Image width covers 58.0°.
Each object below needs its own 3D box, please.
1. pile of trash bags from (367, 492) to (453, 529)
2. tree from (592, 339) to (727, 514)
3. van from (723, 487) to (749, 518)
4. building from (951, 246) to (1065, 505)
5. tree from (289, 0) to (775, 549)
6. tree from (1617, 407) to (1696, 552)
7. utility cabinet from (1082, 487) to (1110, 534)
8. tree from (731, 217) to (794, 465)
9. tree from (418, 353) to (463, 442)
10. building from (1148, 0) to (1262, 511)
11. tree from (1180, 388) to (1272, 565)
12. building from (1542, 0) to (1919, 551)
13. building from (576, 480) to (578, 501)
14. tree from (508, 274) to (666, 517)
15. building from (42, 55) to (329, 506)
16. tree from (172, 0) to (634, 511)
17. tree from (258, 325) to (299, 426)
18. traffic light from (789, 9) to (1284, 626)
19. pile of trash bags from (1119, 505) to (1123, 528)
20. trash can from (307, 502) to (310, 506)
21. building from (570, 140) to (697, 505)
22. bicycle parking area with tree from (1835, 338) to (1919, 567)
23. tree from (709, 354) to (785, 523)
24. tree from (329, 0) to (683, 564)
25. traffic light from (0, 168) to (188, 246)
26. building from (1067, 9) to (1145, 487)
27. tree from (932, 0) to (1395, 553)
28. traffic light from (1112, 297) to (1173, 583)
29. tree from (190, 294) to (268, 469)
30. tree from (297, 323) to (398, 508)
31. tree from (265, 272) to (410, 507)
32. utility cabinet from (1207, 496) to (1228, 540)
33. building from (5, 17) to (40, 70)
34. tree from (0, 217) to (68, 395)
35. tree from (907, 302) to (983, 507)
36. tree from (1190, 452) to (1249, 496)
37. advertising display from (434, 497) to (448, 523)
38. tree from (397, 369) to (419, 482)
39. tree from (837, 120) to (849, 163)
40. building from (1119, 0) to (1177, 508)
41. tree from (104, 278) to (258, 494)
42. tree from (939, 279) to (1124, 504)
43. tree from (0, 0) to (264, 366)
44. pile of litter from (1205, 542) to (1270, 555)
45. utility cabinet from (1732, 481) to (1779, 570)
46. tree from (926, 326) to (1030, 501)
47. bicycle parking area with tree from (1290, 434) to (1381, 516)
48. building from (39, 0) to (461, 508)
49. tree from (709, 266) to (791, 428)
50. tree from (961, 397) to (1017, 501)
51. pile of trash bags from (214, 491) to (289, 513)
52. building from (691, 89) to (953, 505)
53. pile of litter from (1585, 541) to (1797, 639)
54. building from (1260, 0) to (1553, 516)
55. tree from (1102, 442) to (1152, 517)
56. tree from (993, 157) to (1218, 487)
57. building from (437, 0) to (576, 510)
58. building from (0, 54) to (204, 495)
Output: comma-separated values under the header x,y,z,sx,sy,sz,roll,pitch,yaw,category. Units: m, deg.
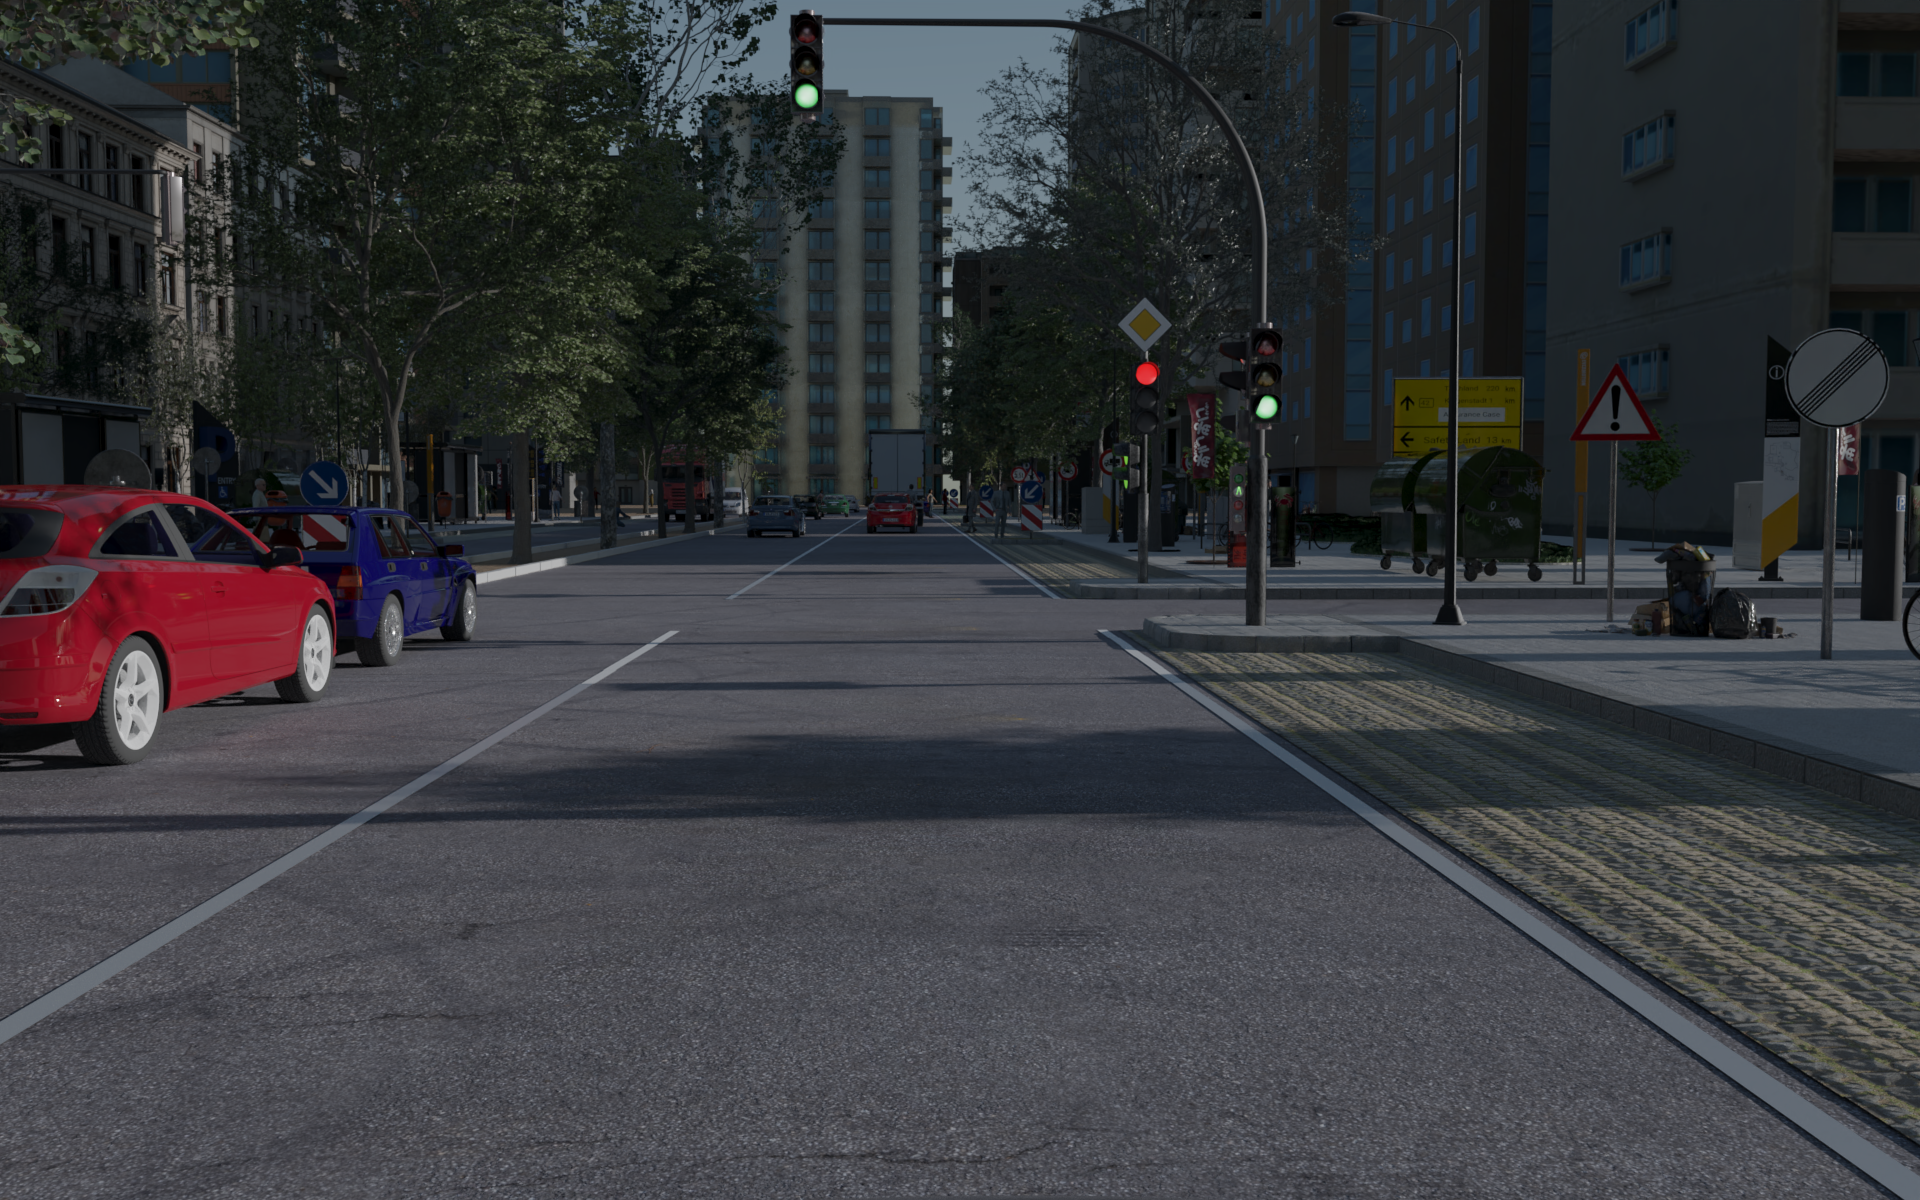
x,y,z,sx,sy,sz,roll,pitch,yaw,category
-20.275,-3.271,63.229,3.447,1.369,1.912,-1,4,-13,pile of trash bags
-20.436,-11.422,112.509,9.928,11.665,9.643,0,3,0,tree
-13.845,-6.004,105.181,2.013,2.044,4.112,0,4,-1,van
6.149,-26.490,204.817,14.107,30.474,14.160,0,4,-2,building
-10.380,-11.431,45.250,12.611,20.169,13.585,0,3,0,tree
15.476,-2.712,38.940,1.663,3.219,1.824,0,3,0,tree
4.465,-2.861,55.463,1.173,1.500,0.318,-2,4,-27,utility cabinet
-9.991,-8.730,63.319,7.486,12.596,7.792,0,3,0,tree
-26.981,-8.360,87.050,4.360,8.622,3.978,0,3,0,tree
29.077,-32.947,127.926,28.713,52.752,27.495,0,4,-2,building
4.633,-2.267,31.664,1.663,3.219,1.824,0,3,0,tree
28.847,-25.996,48.732,21.600,48.544,21.300,0,4,-2,building
-57.710,-31.808,211.942,23.993,40.220,32.217,0,4,-2,building
-20.563,-11.560,95.656,9.857,13.997,8.962,0,3,0,tree
-39.271,-14.499,86.207,9.793,20.994,18.267,0,4,-2,building
-8.904,-5.550,27.618,8.767,10.594,7.601,0,4,-2,tree
-29.010,-7.235,68.662,4.360,8.622,3.978,0,3,0,tree
0.779,-2.568,16.647,4.771,5.953,1.251,0,4,-2,traffic light
6.975,-3.399,65.323,3.447,1.369,1.912,-3,5,-40,pile of trash bags
-19.232,-2.462,51.907,0.748,1.137,0.748,0,3,0,trash can
-38.372,-31.755,202.791,14.086,41.232,14.154,0,4,-2,building
20.082,-2.690,30.981,8.231,4.147,9.016,2,4,29,bicycle parking area with tree
-10.454,-7.997,83.565,4.737,8.622,4.395,0,3,0,tree
-9.058,-7.022,35.390,7.486,12.596,7.792,0,3,0,tree
-13.349,-3.039,24.351,4.771,5.953,1.251,0,4,-2,traffic light
27.737,-40.747,208.218,28.212,58.520,21.231,0,4,-2,building
4.400,-7.808,38.037,12.009,13.543,11.850,0,3,0,tree
2.614,-2.197,24.835,0.839,4.253,0.868,0,4,-2,traffic light
-25.863,-6.917,63.453,4.737,8.622,4.395,0,3,0,tree
-27.455,-7.608,74.752,4.360,8.622,3.978,0,3,0,tree
-19.439,-6.462,56.016,4.737,8.622,4.395,0,3,0,tree
7.296,-2.297,48.714,0.306,1.237,1.020,-1,4,-18,utility cabinet
-71.785,-51.041,147.193,31.000,86.520,22.319,0,4,-2,building
-24.929,-5.717,43.840,4.737,8.622,4.395,0,3,0,tree
1.216,-19.189,169.622,12.611,20.169,13.585,0,3,0,tree
13.823,-6.600,91.626,4.285,4.588,4.351,0,3,0,tree
-23.447,-4.450,77.966,0.974,1.923,0.123,2,4,24,advertising display
-28.568,-7.989,80.980,4.360,8.622,3.978,0,3,0,tree
-11.408,-13.139,73.177,12.611,20.169,13.585,0,3,0,tree
25.467,-43.613,151.316,20.563,71.187,20.611,0,4,-2,building
-26.627,-6.624,58.658,4.360,8.622,3.978,0,3,0,tree
3.809,-10.542,89.374,9.611,12.733,9.660,0,3,0,tree
-8.137,-6.118,9.142,9.857,13.997,8.962,0,3,0,tree
5.949,-1.422,37.209,1.176,0.858,1.719,-1,4,-15,pile of litter
13.418,-1.256,29.219,0.318,1.500,1.173,0,4,3,utility cabinet
2.361,-13.804,132.345,9.857,13.997,8.962,0,3,0,tree
18.538,-5.847,82.606,8.231,4.147,9.016,2,4,24,bicycle parking area with tree
-45.717,-27.996,112.366,22.147,44.769,28.867,0,4,-2,building
-9.564,-7.272,55.761,8.767,10.594,7.601,0,4,-2,tree
2.006,-10.489,121.849,4.737,8.622,4.395,0,3,0,tree
-19.405,-2.202,45.751,3.447,1.369,1.912,0,4,4,pile of trash bags
-16.256,-35.974,207.779,30.456,49.044,23.786,0,4,-2,building
6.683,-0.116,15.865,1.176,0.858,1.719,-3,5,-44,pile of litter
24.470,-27.092,93.061,14.600,45.320,14.200,0,4,-2,building
9.810,-6.980,97.836,4.285,4.588,4.351,0,3,0,tree
5.125,-8.604,58.806,7.486,12.596,7.792,0,3,0,tree
-46.038,-43.527,149.913,20.611,71.187,20.563,0,4,-2,building
-38.564,-12.410,67.536,10.561,19.102,19.286,0,4,-2,building
